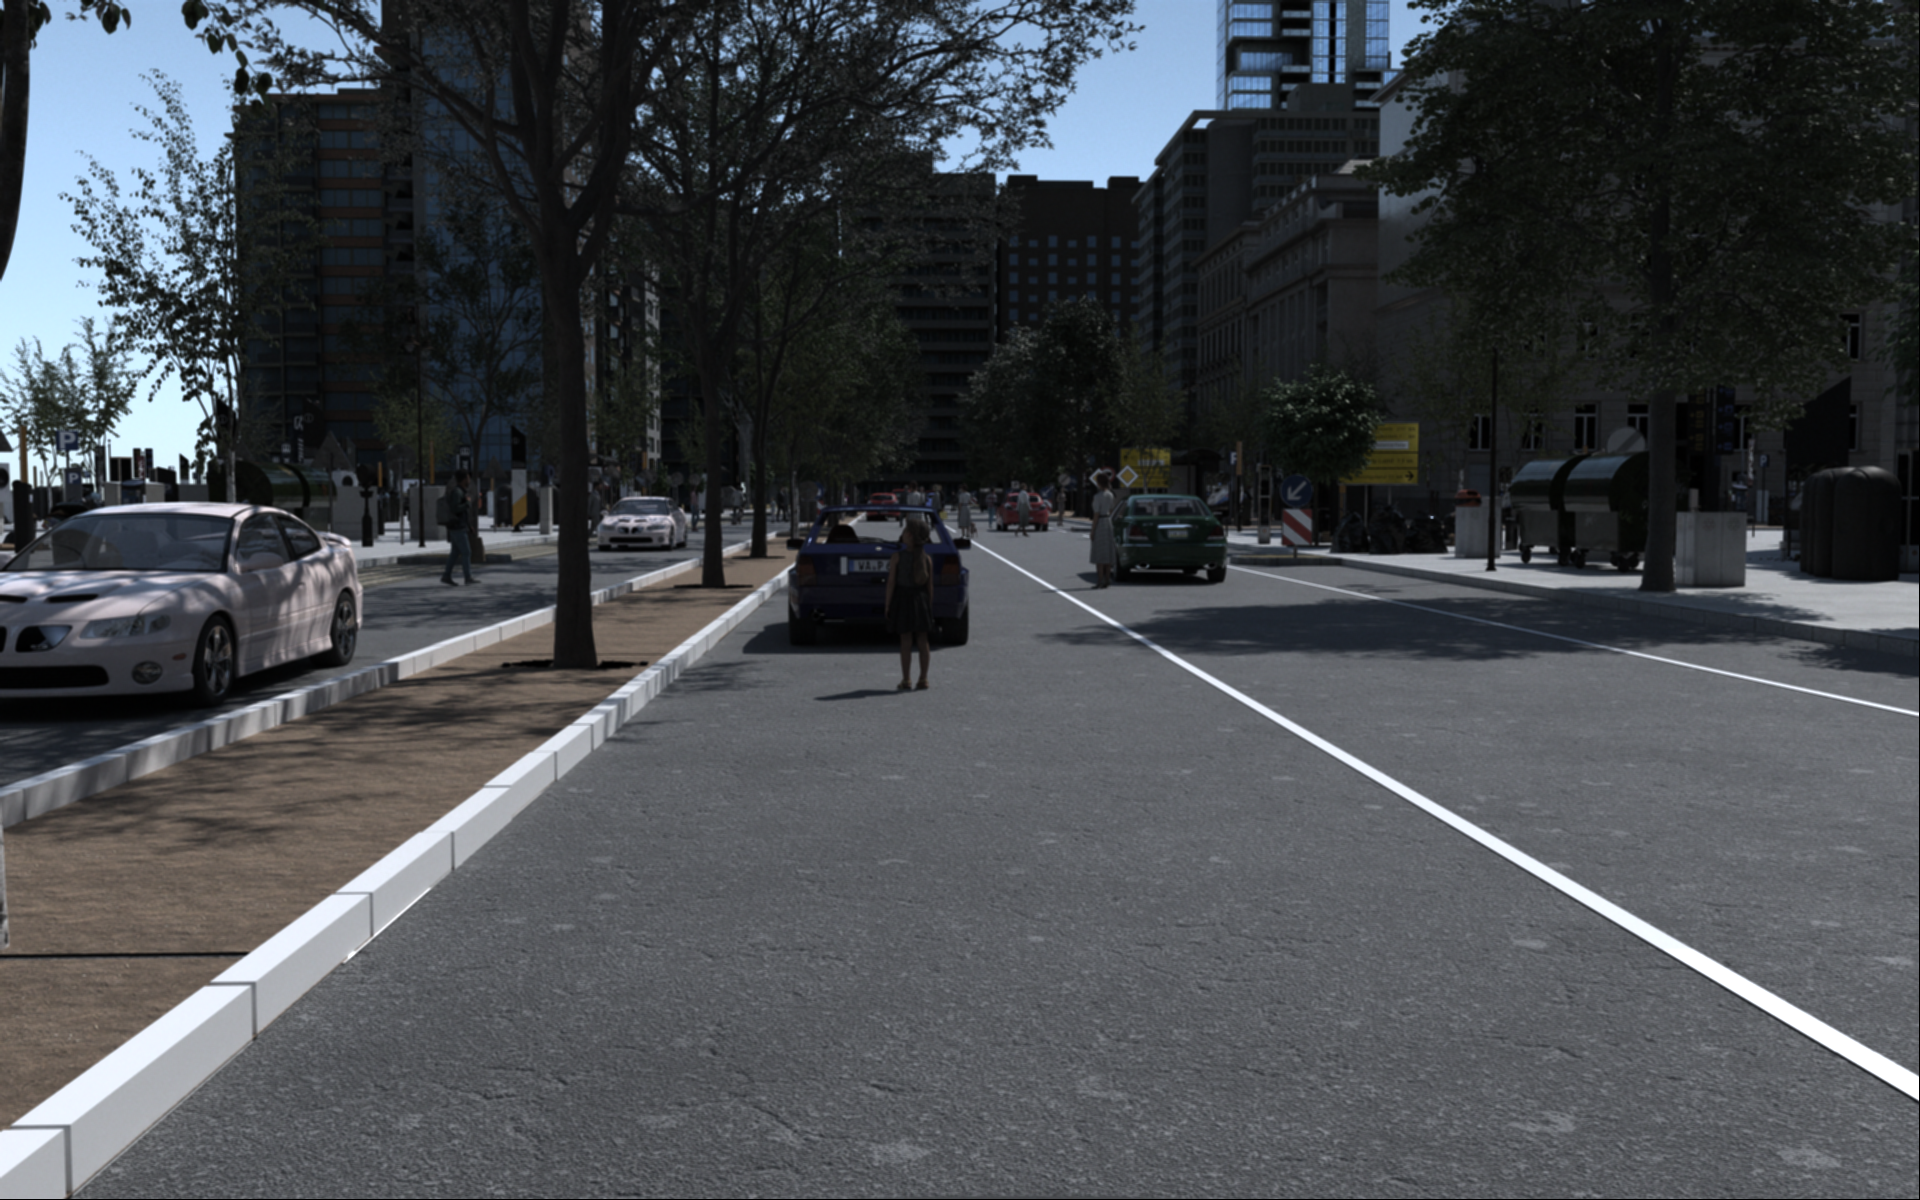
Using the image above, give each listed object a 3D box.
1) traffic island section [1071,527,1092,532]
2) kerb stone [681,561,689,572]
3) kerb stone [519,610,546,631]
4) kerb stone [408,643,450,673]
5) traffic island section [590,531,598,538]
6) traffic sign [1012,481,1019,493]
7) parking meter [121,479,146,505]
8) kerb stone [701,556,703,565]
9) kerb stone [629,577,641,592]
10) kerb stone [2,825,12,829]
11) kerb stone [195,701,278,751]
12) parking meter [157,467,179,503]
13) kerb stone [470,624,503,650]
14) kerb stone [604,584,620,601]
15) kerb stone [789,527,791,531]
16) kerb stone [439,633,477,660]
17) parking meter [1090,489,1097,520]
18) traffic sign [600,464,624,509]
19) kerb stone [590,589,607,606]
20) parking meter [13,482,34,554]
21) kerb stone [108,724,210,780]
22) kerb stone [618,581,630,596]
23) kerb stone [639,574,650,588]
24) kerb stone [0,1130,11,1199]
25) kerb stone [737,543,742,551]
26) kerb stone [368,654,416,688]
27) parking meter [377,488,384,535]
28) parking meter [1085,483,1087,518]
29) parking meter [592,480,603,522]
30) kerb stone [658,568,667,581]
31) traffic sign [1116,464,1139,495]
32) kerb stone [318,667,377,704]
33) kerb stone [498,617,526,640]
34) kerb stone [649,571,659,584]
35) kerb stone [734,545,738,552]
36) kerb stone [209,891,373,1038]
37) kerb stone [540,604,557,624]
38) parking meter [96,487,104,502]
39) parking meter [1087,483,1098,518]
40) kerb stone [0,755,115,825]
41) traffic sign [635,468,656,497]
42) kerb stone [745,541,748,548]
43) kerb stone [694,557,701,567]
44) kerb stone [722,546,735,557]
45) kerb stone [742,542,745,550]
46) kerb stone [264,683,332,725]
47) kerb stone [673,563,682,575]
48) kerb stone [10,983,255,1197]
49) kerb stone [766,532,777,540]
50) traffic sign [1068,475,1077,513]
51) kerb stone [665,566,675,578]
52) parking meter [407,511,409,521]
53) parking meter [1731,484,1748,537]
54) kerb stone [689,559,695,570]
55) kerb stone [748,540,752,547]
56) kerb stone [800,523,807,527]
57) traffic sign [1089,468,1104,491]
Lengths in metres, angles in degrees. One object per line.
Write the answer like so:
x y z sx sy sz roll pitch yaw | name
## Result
5.335 -2.700 66.419 2.009 0.180 2.903 0 4 -2 | traffic island section
-5.108 -0.575 31.591 0.120 0.150 1.000 0 4 -2 | kerb stone
-4.565 0.238 18.299 0.120 0.150 1.000 0 4 -2 | kerb stone
-4.395 0.491 14.200 0.120 0.150 1.000 0 4 -2 | kerb stone
-11.619 -2.169 57.747 2.009 0.180 2.903 0 4 -2 | traffic island section
4.403 -8.296 137.770 0.606 2.300 0.079 0 4 6 | traffic sign
-13.673 -1.239 28.677 0.372 1.533 0.369 0 3 0 | parking meter
-5.241 -0.760 34.665 0.120 0.150 1.000 0 4 -2 | kerb stone
-4.864 -0.194 25.455 0.120 0.150 1.000 0 4 -2 | kerb stone
-4.113 0.928 7.032 0.120 0.150 1.000 0 4 -2 | kerb stone
-4.233 0.741 10.099 0.120 0.150 1.000 0 4 -2 | kerb stone
-16.883 -1.910 36.947 0.399 1.863 0.255 -1 4 -19 | parking meter
-4.488 0.365 16.248 0.120 0.150 1.000 0 4 -2 | kerb stone
-4.772 -0.074 23.406 0.120 0.150 1.000 0 4 -2 | kerb stone
-6.629 -2.865 69.031 0.120 0.150 1.000 0 4 -2 | kerb stone
-4.448 0.426 15.224 0.120 0.150 1.000 0 4 -2 | kerb stone
6.598 -4.723 85.633 0.372 1.533 0.369 0 3 0 | parking meter
-11.596 -3.305 57.686 0.795 2.450 0.064 0 4 -2 | traffic sign
-4.735 -0.012 22.385 0.120 0.150 1.000 0 4 -2 | kerb stone
-20.232 -1.774 37.414 0.372 1.533 0.369 0 3 0 | parking meter
-4.203 0.802 9.077 0.120 0.150 1.000 0 4 -2 | kerb stone
-4.824 -0.134 24.430 0.120 0.150 1.000 0 4 -2 | kerb stone
-4.906 -0.262 26.480 0.120 0.150 1.000 0 4 -2 | kerb stone
-1.850 1.174 3.002 0.120 0.150 1.000 0 4 -2 | kerb stone
-5.571 -1.261 42.867 0.120 0.150 1.000 0 4 -2 | kerb stone
-4.353 0.552 13.174 0.120 0.150 1.000 0 4 -2 | kerb stone
-18.123 -2.782 53.904 0.372 1.533 0.369 0 3 0 | parking meter
6.822 -5.300 92.366 0.255 1.863 0.399 -1 4 -13 | parking meter
-14.730 -3.959 70.434 0.399 1.863 0.255 1 4 10 | parking meter
-4.992 -0.387 28.522 0.120 0.150 1.000 0 4 -2 | kerb stone
5.635 -3.347 58.362 0.795 2.450 0.064 0 4 -2 | traffic sign
-4.320 0.615 12.146 0.120 0.150 1.000 0 4 -2 | kerb stone
-4.524 0.301 17.277 0.120 0.150 1.000 0 4 -2 | kerb stone
-4.946 -0.324 27.501 0.120 0.150 1.000 0 4 -2 | kerb stone
-5.525 -1.201 41.834 0.120 0.150 1.000 0 4 -2 | kerb stone
-1.933 1.048 5.057 0.120 0.150 1.000 0 4 -2 | kerb stone
-4.608 0.176 19.320 0.120 0.150 1.000 0 4 -2 | kerb stone
-45.552 -5.259 91.702 0.255 1.863 0.399 -1 4 -17 | parking meter
6.822 -5.052 88.310 0.399 1.863 0.255 0 4 7 | parking meter
-4.157 0.867 8.057 0.120 0.150 1.000 0 4 -2 | kerb stone
-11.919 -3.793 65.665 0.795 2.450 0.064 0 4 -2 | traffic sign
-5.655 -1.389 44.909 0.120 0.150 1.000 0 4 -2 | kerb stone
-5.194 -0.698 33.644 0.120 0.150 1.000 0 4 -2 | kerb stone
-5.478 -1.139 40.814 0.120 0.150 1.000 0 4 -2 | kerb stone
-5.606 -1.326 43.888 0.120 0.150 1.000 0 4 -2 | kerb stone
-4.277 0.677 11.125 0.120 0.150 1.000 0 4 -2 | kerb stone
-5.066 -0.512 30.565 0.120 0.150 1.000 0 4 -2 | kerb stone
-1.889 1.111 4.023 0.120 0.150 1.000 0 4 -2 | kerb stone
-6.107 -2.076 56.162 0.120 0.150 1.000 0 4 -2 | kerb stone
7.538 -7.120 116.522 0.768 2.556 0.104 0 4 1 | traffic sign
-5.022 -0.449 29.544 0.120 0.150 1.000 0 4 -2 | kerb stone
-26.268 -4.714 82.787 0.255 1.863 0.399 -2 4 -26 | parking meter
19.877 -2.188 44.181 0.372 1.533 0.369 0 3 0 | parking meter
-5.154 -0.637 32.612 0.120 0.150 1.000 0 4 -2 | kerb stone
-5.690 -1.452 45.931 0.120 0.150 1.000 0 4 -2 | kerb stone
-6.965 -3.366 77.235 0.120 0.150 1.000 0 4 -2 | kerb stone
5.312 -3.835 66.341 0.795 2.450 0.064 0 4 -2 | traffic sign
